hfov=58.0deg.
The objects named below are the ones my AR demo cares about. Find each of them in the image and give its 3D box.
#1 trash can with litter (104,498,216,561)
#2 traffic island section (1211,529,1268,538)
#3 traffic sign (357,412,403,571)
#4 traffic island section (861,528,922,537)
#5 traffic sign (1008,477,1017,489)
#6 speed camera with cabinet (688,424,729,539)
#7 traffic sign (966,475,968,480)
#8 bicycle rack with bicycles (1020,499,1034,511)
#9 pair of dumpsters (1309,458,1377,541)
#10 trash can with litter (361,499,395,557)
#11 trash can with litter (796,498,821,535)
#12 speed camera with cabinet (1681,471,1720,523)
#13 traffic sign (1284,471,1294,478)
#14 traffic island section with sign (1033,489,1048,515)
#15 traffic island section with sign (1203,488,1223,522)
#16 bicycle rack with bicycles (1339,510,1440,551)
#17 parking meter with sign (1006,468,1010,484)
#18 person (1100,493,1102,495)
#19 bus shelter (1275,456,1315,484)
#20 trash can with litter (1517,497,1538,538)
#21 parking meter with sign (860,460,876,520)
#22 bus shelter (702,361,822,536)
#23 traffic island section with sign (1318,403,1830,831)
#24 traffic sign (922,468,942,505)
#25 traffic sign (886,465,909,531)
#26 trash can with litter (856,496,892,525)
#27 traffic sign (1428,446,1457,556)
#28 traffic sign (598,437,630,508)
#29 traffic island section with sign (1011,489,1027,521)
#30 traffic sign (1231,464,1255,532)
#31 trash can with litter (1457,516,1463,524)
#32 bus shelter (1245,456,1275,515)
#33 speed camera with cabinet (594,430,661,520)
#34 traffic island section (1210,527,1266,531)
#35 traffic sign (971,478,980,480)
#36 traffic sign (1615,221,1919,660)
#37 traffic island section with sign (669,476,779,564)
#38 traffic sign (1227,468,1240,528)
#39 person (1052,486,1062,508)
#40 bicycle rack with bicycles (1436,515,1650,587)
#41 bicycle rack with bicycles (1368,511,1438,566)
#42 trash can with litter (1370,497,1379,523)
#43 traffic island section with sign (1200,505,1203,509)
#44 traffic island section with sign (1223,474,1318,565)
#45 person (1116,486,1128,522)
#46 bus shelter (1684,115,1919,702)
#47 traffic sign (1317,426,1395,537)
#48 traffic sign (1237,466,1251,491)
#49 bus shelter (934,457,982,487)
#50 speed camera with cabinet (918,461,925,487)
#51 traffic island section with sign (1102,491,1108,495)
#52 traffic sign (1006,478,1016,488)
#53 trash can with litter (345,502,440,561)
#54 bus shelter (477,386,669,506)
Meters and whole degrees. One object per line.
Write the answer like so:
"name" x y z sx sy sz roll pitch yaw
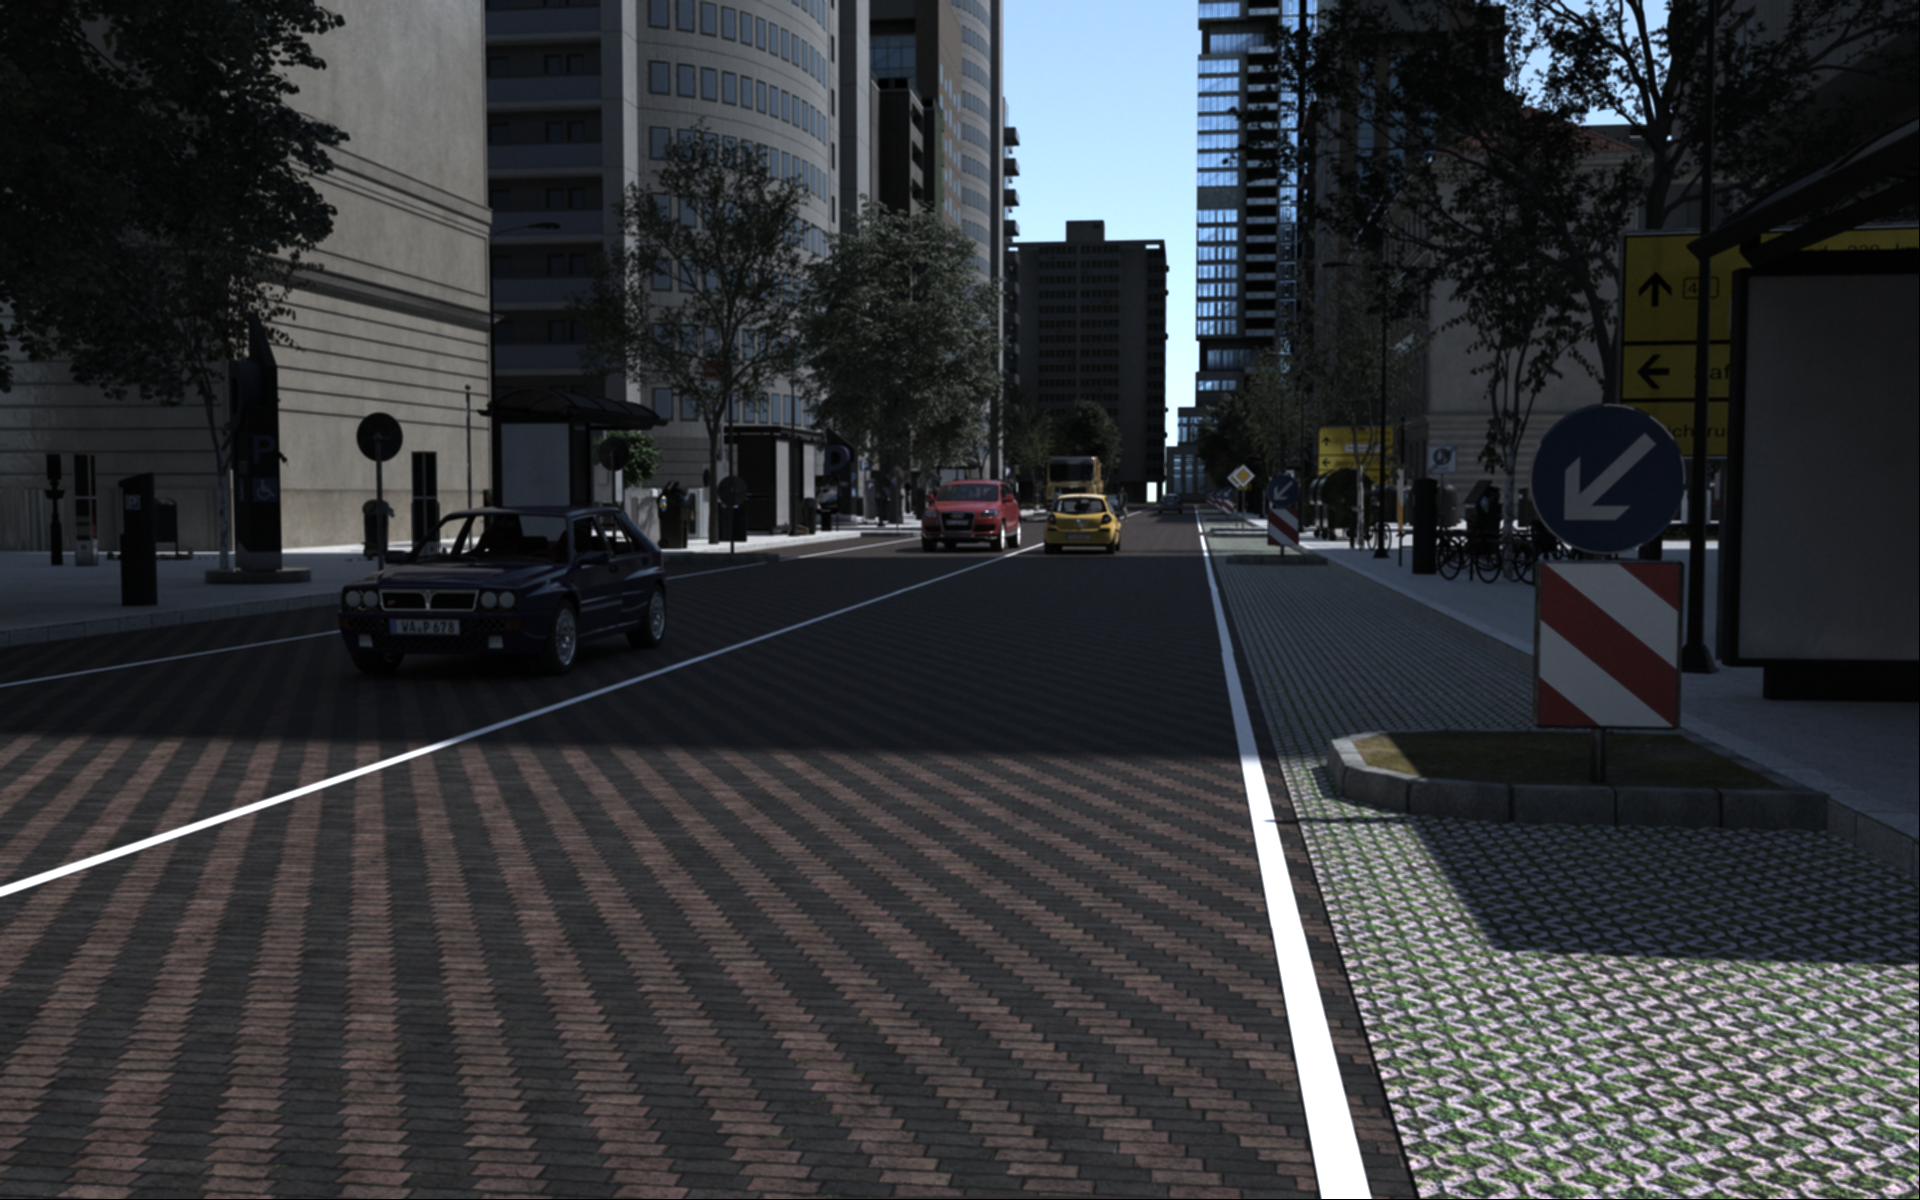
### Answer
"trash can with litter" -15.929 -1.395 33.865 2.233 1.210 1.678 0 4 -2
"traffic island section" 9.467 -2.175 57.845 2.009 0.180 2.903 0 4 8
"traffic sign" -9.067 -1.648 27.051 0.768 2.556 0.104 1 4 9
"traffic island section" -2.170 -2.271 59.407 2.009 0.180 2.903 0 4 8
"traffic sign" 3.773 -7.716 126.257 0.768 2.556 0.104 1 4 13
"speed camera with cabinet" -7.201 -3.368 49.406 0.660 3.252 2.038 -2 4 -28
"traffic sign" 0.048 -6.022 98.568 0.768 2.556 0.104 1 4 15
"bicycle rack with bicycles" 4.235 -7.100 129.472 2.852 0.926 2.925 1 4 23
"pair of dumpsters" 10.861 -2.860 49.247 1.574 2.255 4.437 0 4 8
"trash can with litter" -12.092 -1.503 35.960 0.624 1.170 1.055 -1 4 -13
"trash can with litter" -4.782 -2.628 54.353 0.624 1.170 1.055 1 4 10
"speed camera with cabinet" 30.295 -4.629 70.014 2.038 3.252 0.660 0 4 -4
"traffic sign" 13.995 -4.409 74.212 0.606 2.300 0.079 1 4 12
"traffic island section with sign" 6.085 -6.713 118.379 1.989 1.847 2.006 0 4 8
"traffic island section with sign" 13.860 -5.005 90.466 1.989 1.847 2.006 0 4 8
"bicycle rack with bicycles" 9.938 -1.599 39.520 2.852 0.926 2.925 1 4 16
"parking meter with sign" 2.537 -7.316 115.871 1.738 3.016 0.543 3 5 44
"person" 17.847 -13.015 221.819 0.617 1.759 0.750 3 4 37
"bus shelter" 18.403 -6.221 95.630 2.014 3.302 5.546 0 4 8
"trash can with litter" 17.261 -2.436 50.893 2.233 1.210 1.678 -2 4 -25
"parking meter with sign" -4.619 -5.595 87.738 0.543 3.016 1.738 -1 4 -16
"bus shelter" -6.338 -4.714 54.714 2.179 5.291 8.768 0 4 8
"traffic island section with sign" 2.835 0.015 8.390 1.989 1.847 2.006 0 4 8
"traffic sign" -1.082 -3.891 67.256 0.795 2.450 0.064 0 4 8
"traffic sign" -2.145 -3.407 59.342 0.795 2.450 0.064 0 4 8
"trash can with litter" -3.970 -3.759 72.516 2.233 1.210 1.678 1 4 13
"traffic sign" 10.018 -2.074 36.046 0.606 2.300 0.079 1 4 15
"traffic sign" -7.667 -2.339 38.350 0.768 2.556 0.104 1 4 16
"traffic island section with sign" 2.501 -5.079 91.662 1.989 1.847 2.006 0 4 8
"traffic sign" 9.442 -3.311 57.770 0.795 2.450 0.064 0 4 8
"trash can with litter" 21.284 -3.911 75.335 1.055 1.170 0.624 0 4 -6
"bus shelter" 19.191 -7.302 110.673 1.731 3.624 6.357 0 4 7
"speed camera with cabinet" -10.043 -3.550 52.372 2.038 3.252 0.660 1 4 21
"traffic island section" 10.530 -2.659 65.759 2.009 0.180 2.903 0 4 8
"traffic sign" 1.037 -6.812 113.500 0.606 2.300 0.079 0 4 8
"traffic sign" 6.202 -1.185 13.255 2.265 3.308 0.079 1 4 12
"traffic island section with sign" -4.901 -1.709 36.565 1.989 1.847 2.006 0 4 8
"traffic sign" 10.505 -3.795 65.685 0.795 2.450 0.064 0 4 8
"person" 4.194 -4.077 75.422 0.793 1.790 0.793 3 5 41
"bicycle rack with bicycles" 8.541 -0.701 24.839 2.852 0.926 2.925 -1 4 -11
"bicycle rack with bicycles" 8.905 -1.000 29.736 2.925 0.926 2.852 0 4 -2
"trash can with litter" 16.174 -3.529 69.079 1.055 1.170 0.624 -1 4 -18
"traffic island section with sign" 17.449 -6.639 117.182 1.989 1.847 2.006 0 4 8
"traffic island section with sign" 6.494 -1.650 35.612 1.989 1.847 2.006 0 4 8
"person" 8.377 -4.937 89.199 0.794 1.824 0.713 3 5 45
"bus shelter" 5.244 -0.872 8.186 2.014 3.302 5.546 0 4 7
"traffic sign" 11.825 -3.542 51.786 2.265 3.308 0.079 1 4 11
"traffic sign" 20.895 -7.921 123.378 2.265 3.308 0.079 1 4 16
"bus shelter" -0.138 -6.209 95.442 2.014 3.302 5.546 0 4 8
"speed camera with cabinet" -1.189 -5.940 91.457 2.038 3.252 0.660 1 4 12
"traffic island section with sign" 16.438 -11.425 195.422 1.989 1.847 2.006 0 4 8
"traffic sign" 3.536 -7.302 120.570 0.795 2.450 0.064 1 4 10
"trash can with litter" -10.848 -1.392 33.814 2.233 1.210 1.678 -2 4 -24
"bus shelter" -7.742 -2.533 35.333 2.014 3.302 5.546 0 4 8
